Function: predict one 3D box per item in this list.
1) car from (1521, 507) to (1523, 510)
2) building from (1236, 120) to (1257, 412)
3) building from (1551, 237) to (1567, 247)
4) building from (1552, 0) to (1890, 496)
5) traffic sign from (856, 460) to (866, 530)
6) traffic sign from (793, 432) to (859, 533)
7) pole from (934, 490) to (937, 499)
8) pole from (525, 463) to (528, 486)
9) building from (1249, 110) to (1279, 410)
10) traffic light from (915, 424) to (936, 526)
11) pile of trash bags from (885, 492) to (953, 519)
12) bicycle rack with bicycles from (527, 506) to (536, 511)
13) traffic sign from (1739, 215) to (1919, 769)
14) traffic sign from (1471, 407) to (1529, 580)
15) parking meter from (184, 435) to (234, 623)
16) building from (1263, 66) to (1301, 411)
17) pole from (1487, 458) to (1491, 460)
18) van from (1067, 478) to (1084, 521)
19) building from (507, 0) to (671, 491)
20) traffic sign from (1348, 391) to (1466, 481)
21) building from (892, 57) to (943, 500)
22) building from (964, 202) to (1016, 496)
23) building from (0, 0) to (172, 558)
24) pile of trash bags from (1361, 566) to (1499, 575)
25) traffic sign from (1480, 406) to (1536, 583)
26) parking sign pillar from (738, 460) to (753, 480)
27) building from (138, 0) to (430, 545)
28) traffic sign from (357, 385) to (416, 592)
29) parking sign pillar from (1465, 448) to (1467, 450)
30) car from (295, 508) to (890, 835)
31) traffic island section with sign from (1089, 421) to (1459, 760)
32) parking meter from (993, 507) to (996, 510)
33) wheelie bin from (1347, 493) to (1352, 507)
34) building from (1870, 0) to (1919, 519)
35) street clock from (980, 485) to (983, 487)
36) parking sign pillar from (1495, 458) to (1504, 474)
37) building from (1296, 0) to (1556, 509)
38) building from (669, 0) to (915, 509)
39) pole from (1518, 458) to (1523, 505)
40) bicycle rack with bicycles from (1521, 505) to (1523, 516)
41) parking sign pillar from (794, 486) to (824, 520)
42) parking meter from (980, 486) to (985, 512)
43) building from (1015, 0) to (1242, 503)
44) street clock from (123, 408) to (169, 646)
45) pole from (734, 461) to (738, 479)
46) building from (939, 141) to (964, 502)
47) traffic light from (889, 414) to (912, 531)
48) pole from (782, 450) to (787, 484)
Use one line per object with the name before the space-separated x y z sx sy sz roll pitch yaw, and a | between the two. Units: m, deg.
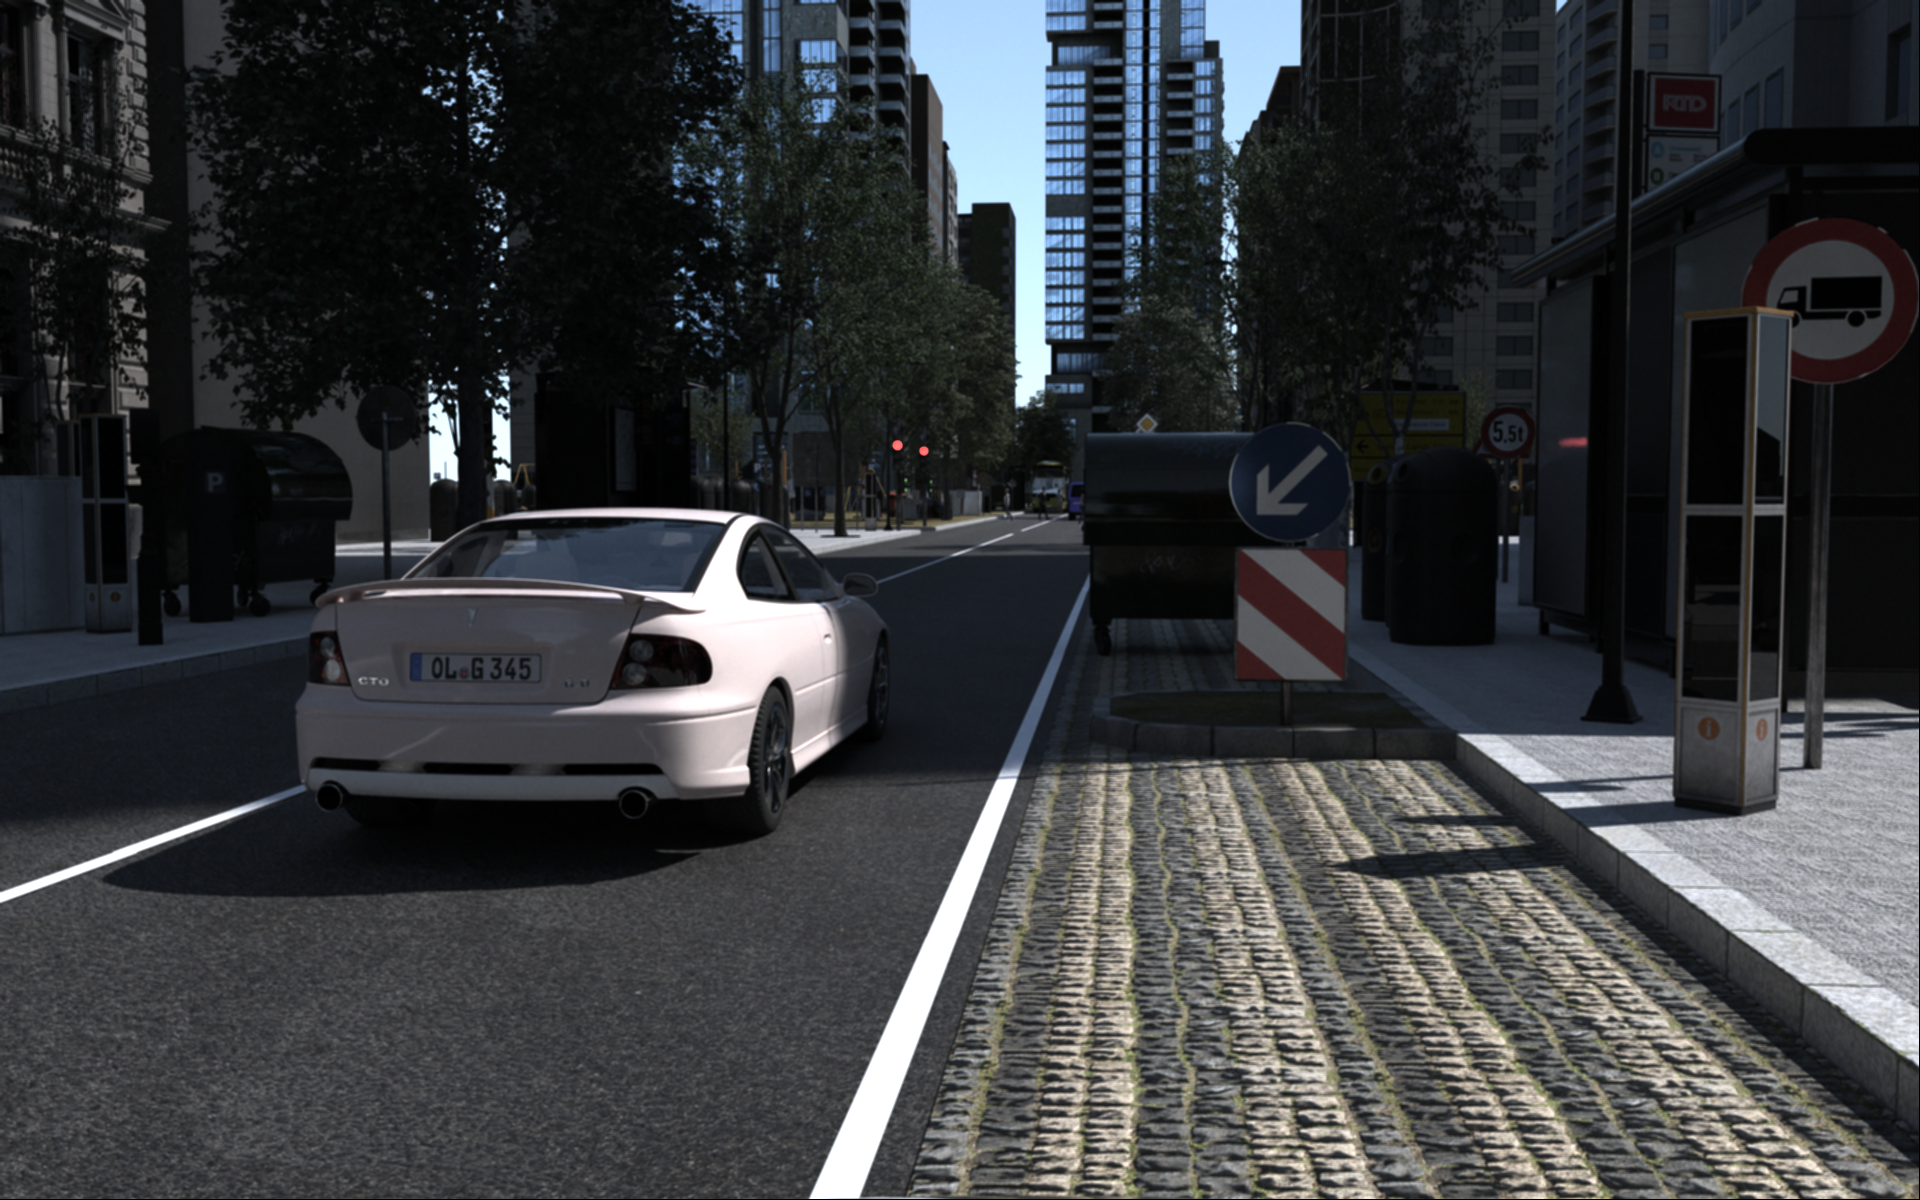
car | 21.879 -3.205 61.192 4.718 1.807 1.959 0 4 7
building | 53.452 -40.247 247.277 27.495 52.752 28.713 0 4 5
building | 60.383 -25.994 196.711 14.107 30.474 14.160 0 4 5
building | 81.593 -39.629 189.933 28.212 58.520 21.231 0 4 5
traffic sign | -3.623 -3.736 61.080 0.884 2.594 0.081 0 4 6
traffic sign | -4.456 -3.886 57.410 2.265 3.308 0.079 1 4 13
pole | -1.592 -7.236 112.146 0.158 3.312 0.155 0 3 0
pole | -28.612 -7.373 114.398 0.158 3.312 0.155 0 3 0
building | 40.523 -33.490 197.669 14.600 45.320 14.200 0 4 5
traffic light | -1.378 -4.877 68.661 0.839 4.253 0.868 0 4 5
pile of trash bags | -2.175 -4.878 89.501 3.447 1.369 1.912 -1 4 -16
bicycle rack with bicycles | -13.551 -2.465 53.689 2.852 0.926 2.925 0 4 -3
traffic sign | 3.994 -0.485 8.037 0.768 2.556 0.104 1 4 12
traffic sign | 8.049 -1.586 25.939 0.884 2.594 0.081 0 4 8
parking meter | -7.520 -0.714 17.382 0.255 1.863 0.399 3 4 37
building | 42.452 -31.865 175.610 22.147 44.769 28.867 0 4 5
pole | 27.369 -5.865 89.732 0.158 3.312 0.155 0 3 0
van | 6.989 -5.570 95.448 2.240 2.365 5.245 0 4 6
building | -39.312 -46.694 201.692 20.611 71.187 20.563 0 4 5
traffic sign | 8.844 -2.475 34.345 2.265 3.308 0.079 0 4 6
building | -9.409 -32.566 182.561 14.600 45.320 14.200 0 4 5
building | 0.615 -34.361 245.396 14.086 41.232 14.154 0 4 5
building | -22.185 -12.069 26.200 11.050 23.489 19.941 0 4 5
pile of trash bags | 8.115 -1.178 29.005 1.912 1.369 3.447 0 4 -7
traffic sign | 7.907 -1.526 25.048 0.768 2.556 0.104 1 4 12
parking sign pillar | -16.746 -8.946 134.734 1.447 3.967 1.447 -3 4 -39
building | -27.373 -15.325 44.064 24.014 27.812 14.314 0 4 5
traffic sign | -6.731 -1.236 20.316 0.768 2.556 0.104 1 4 13
parking sign pillar | 30.422 -7.034 103.472 1.447 3.967 1.447 3 5 39
car | -1.531 0.221 8.743 2.083 1.381 4.827 0 4 7
traffic island section with sign | 1.776 -0.101 10.288 1.989 1.847 2.006 0 4 5
parking meter | 2.680 -7.962 138.585 0.372 1.533 0.369 0 3 0
wheelie bin | 12.833 -3.102 58.619 0.980 1.594 0.693 -2 4 -33
building | 25.918 -29.941 31.535 21.231 58.520 28.212 0 4 5
street clock | 1.767 -8.131 137.518 0.358 2.002 0.471 -1 4 -8
parking sign pillar | 24.323 -5.475 77.986 1.447 3.967 1.447 1 4 14
building | 38.642 -43.554 150.360 20.563 71.187 20.611 0 4 5
building | -15.177 -51.775 159.190 22.319 86.520 31.000 0 4 5
pole | 28.106 -5.693 86.931 0.158 3.312 0.155 0 3 0
bicycle rack with bicycles | 18.377 -2.774 58.736 2.852 0.926 2.925 3 5 39
parking sign pillar | -7.399 -5.897 84.886 1.447 3.967 1.447 1 4 15
parking meter | 1.576 -7.160 122.769 0.399 1.863 0.255 3 5 42
building | 24.059 -57.090 246.096 31.000 86.520 22.319 0 4 5
street clock | -6.908 -0.621 14.724 0.358 2.002 0.471 -2 4 -26
pole | -13.796 -6.906 106.763 0.158 3.312 0.155 0 3 0
building | -7.540 -31.760 202.874 14.086 41.232 14.154 0 4 5
traffic light | -2.131 -4.391 60.712 0.839 4.253 0.868 0 4 5
pole | -8.103 -5.272 80.039 0.158 3.312 0.155 0 3 0
